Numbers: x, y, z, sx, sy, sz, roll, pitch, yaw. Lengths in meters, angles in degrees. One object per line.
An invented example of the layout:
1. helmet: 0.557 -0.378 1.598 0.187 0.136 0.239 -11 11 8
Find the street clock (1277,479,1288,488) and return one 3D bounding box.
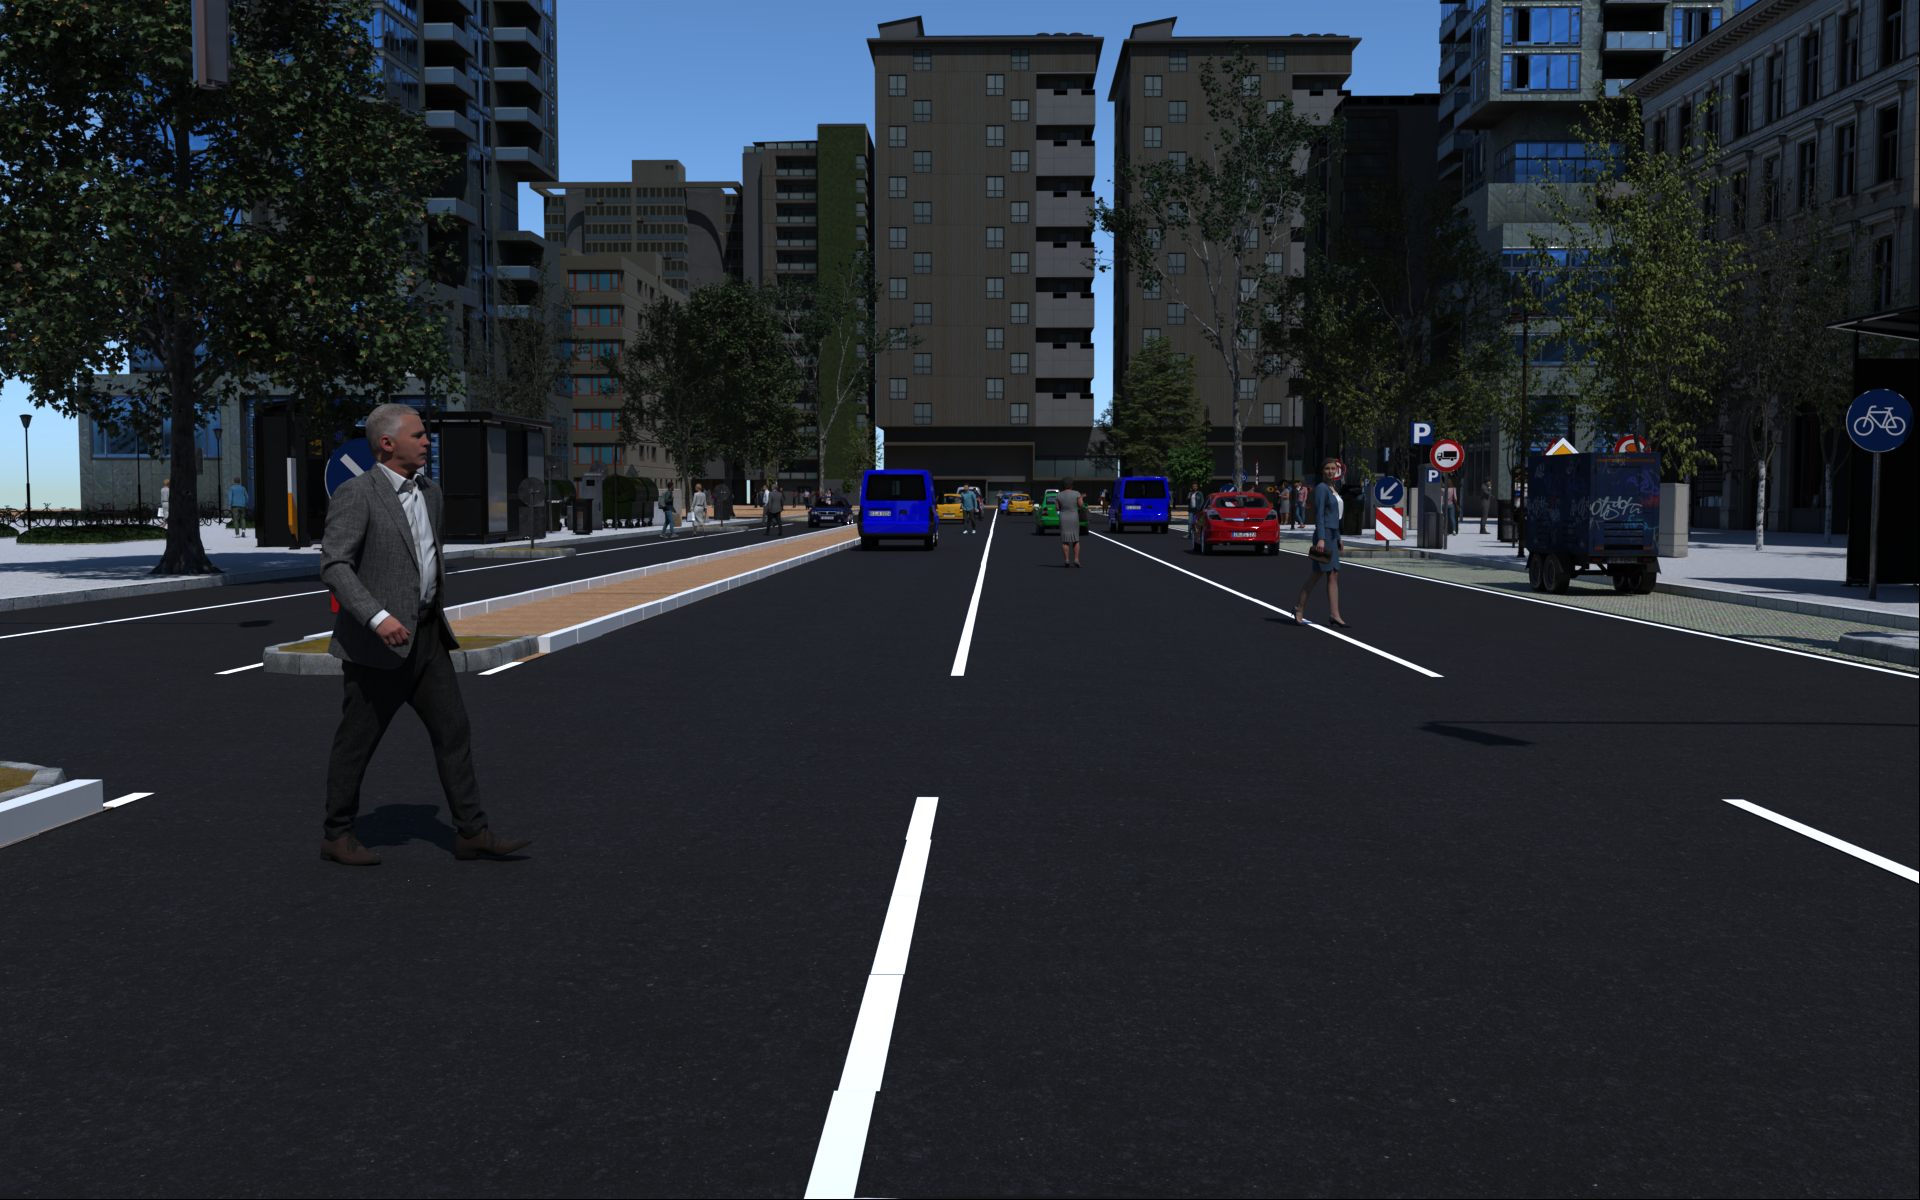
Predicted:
1. street clock: 15.766 -4.901 84.703 0.471 2.002 0.358 -1 4 -17

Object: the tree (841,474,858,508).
1. tree: -10.450 -10.100 159.741 1.663 3.219 1.824 0 3 0

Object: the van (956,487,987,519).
1. van: 0.541 -5.753 101.076 2.013 2.044 4.112 0 4 2

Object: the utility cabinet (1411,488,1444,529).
1. utility cabinet: 16.663 -3.255 61.902 1.173 1.500 0.318 0 4 -2

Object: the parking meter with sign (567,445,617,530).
1. parking meter with sign: -13.044 -3.983 61.379 1.738 3.016 0.543 -1 4 -15

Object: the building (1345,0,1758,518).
1. building: 38.093 -48.439 104.649 22.319 86.520 31.000 0 4 1

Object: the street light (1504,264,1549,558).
1. street light: 11.369 -3.800 34.919 0.468 5.910 1.993 0 4 1

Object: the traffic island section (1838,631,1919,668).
1. traffic island section: 8.875 0.464 14.688 2.009 0.180 2.903 0 4 1

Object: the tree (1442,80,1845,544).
1. tree: 11.943 -4.899 30.455 4.737 8.622 4.395 0 3 0

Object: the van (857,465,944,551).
1. van: -1.564 -2.518 45.550 2.240 2.365 5.245 0 4 1

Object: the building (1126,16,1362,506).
1. building: 31.614 -37.395 200.650 27.495 52.752 28.713 0 4 1

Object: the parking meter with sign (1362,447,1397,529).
1. parking meter with sign: 15.126 -4.106 63.387 1.738 3.016 0.543 -2 4 -31

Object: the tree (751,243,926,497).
1. tree: -9.386 -16.796 130.505 12.611 20.169 13.585 0 3 0

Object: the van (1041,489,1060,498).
1. van: 8.339 -9.175 157.020 2.013 2.044 4.112 0 4 2

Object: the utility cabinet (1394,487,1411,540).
1. utility cabinet: 12.360 -2.438 48.538 0.318 1.500 1.173 1 4 16

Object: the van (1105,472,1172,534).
1. van: 6.626 -3.670 64.392 2.240 2.365 5.245 0 4 1

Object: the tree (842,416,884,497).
1. tree: -9.322 -13.049 163.712 4.737 8.622 4.395 0 3 0

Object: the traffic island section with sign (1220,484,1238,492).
1. traffic island section with sign: 10.089 -3.526 66.284 1.989 1.847 2.006 0 4 1

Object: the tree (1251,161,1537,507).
1. tree: 12.232 -7.045 49.594 8.767 10.594 7.601 2 4 25

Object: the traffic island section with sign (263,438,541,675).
1. traffic island section with sign: -4.794 -0.399 14.667 2.006 1.907 1.989 0 4 1

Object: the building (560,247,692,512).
1. building: -38.604 -18.031 139.847 28.899 21.520 27.650 0 4 1

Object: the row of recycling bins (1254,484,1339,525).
1. row of recycling bins: 14.061 -3.995 72.425 3.534 1.692 1.069 0 3 0

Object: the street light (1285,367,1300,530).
1. street light: 12.043 -5.488 62.520 0.468 5.910 1.993 0 4 1

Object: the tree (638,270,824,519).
1. tree: -11.974 -10.530 89.172 9.611 12.733 9.660 0 3 0

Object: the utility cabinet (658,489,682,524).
1. utility cabinet: -12.215 -3.898 72.403 1.173 1.500 0.318 -3 4 -37

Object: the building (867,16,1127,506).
1. building: 4.104 -37.375 200.325 27.495 52.752 28.713 0 4 1

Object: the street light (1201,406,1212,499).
1. street light: 12.703 -7.126 89.300 0.468 5.910 1.993 0 4 1

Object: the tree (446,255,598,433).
1. tree: -13.243 -6.258 52.685 4.360 8.622 3.978 0 3 0

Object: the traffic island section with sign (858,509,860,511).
1. traffic island section with sign: -7.519 -8.280 144.000 1.989 1.847 2.006 0 4 1

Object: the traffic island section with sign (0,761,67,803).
1. traffic island section with sign: -4.977 0.054 7.262 2.006 1.907 1.989 0 4 1

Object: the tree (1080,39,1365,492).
1. tree: 11.216 -13.420 75.310 12.611 20.169 13.585 0 3 0

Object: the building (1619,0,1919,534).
1. building: 32.025 -13.339 68.996 10.553 20.767 40.483 0 4 1

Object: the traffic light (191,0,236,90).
1. traffic light: -8.728 -2.467 15.003 4.771 5.953 1.251 0 4 1

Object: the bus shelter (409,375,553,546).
1. bus shelter: -12.830 -4.138 45.281 2.179 5.291 8.768 0 4 1

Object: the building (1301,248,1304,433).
1. building: 35.295 -22.713 143.057 14.160 30.474 14.107 0 4 1

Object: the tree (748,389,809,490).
1. tree: -11.172 -9.323 102.787 4.737 8.622 4.395 0 3 0

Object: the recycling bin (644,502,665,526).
1. recycling bin: -12.407 -3.521 70.121 0.722 1.027 0.722 3 5 41

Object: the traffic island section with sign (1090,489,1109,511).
1. traffic island section with sign: 11.930 -8.335 144.899 1.989 1.847 2.006 0 4 1

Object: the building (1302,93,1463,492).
1. building: 34.159 -21.851 128.969 14.160 30.474 14.107 0 4 1

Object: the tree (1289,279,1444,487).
1. tree: 13.160 -6.602 58.300 4.737 8.622 4.395 0 3 0

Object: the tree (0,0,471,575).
1. tree: -12.427 -6.767 27.642 9.611 12.733 9.660 0 3 0

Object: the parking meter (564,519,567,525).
1. parking meter: -16.417 -3.930 72.659 0.372 1.533 0.369 0 3 0

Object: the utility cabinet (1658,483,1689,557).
1. utility cabinet: 14.454 -1.631 35.346 0.318 1.500 1.173 0 4 -4

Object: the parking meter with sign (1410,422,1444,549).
1. parking meter with sign: 11.150 -2.748 41.195 0.543 3.016 1.738 0 4 2

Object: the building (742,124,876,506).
1. building: -16.834 -31.253 194.584 14.086 41.232 14.154 0 4 1

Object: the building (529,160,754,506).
1. building: -35.658 -31.324 204.027 23.993 40.220 32.217 0 4 1

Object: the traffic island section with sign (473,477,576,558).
1. traffic island section with sign: -9.952 -1.913 39.908 1.989 1.847 2.006 0 4 1

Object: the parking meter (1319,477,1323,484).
1. parking meter: 11.520 -2.996 54.688 0.399 1.863 0.255 -2 4 -32

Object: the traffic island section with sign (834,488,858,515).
1. traffic island section with sign: -8.144 -6.631 117.052 1.989 1.847 2.006 0 4 1

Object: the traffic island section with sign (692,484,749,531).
1. traffic island section with sign: -9.305 -3.602 67.516 1.989 1.847 2.006 0 4 1

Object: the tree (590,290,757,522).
1. tree: -12.782 -8.876 79.543 7.601 10.594 8.767 1 4 15

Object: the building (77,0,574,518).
1. building: -36.777 -48.428 104.463 22.319 86.520 31.000 0 4 1

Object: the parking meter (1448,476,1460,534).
1. parking meter: 15.722 -3.027 55.207 0.399 1.863 0.255 1 4 10

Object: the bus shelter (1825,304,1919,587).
1. bus shelter: 12.689 -1.809 20.858 1.731 3.624 6.357 0 4 2

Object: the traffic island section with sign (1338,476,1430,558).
1. traffic island section with sign: 9.456 -1.878 39.336 1.989 1.847 2.006 0 4 1

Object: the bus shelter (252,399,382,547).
1. bus shelter: -16.148 -3.271 44.769 1.731 3.624 6.357 0 4 1
